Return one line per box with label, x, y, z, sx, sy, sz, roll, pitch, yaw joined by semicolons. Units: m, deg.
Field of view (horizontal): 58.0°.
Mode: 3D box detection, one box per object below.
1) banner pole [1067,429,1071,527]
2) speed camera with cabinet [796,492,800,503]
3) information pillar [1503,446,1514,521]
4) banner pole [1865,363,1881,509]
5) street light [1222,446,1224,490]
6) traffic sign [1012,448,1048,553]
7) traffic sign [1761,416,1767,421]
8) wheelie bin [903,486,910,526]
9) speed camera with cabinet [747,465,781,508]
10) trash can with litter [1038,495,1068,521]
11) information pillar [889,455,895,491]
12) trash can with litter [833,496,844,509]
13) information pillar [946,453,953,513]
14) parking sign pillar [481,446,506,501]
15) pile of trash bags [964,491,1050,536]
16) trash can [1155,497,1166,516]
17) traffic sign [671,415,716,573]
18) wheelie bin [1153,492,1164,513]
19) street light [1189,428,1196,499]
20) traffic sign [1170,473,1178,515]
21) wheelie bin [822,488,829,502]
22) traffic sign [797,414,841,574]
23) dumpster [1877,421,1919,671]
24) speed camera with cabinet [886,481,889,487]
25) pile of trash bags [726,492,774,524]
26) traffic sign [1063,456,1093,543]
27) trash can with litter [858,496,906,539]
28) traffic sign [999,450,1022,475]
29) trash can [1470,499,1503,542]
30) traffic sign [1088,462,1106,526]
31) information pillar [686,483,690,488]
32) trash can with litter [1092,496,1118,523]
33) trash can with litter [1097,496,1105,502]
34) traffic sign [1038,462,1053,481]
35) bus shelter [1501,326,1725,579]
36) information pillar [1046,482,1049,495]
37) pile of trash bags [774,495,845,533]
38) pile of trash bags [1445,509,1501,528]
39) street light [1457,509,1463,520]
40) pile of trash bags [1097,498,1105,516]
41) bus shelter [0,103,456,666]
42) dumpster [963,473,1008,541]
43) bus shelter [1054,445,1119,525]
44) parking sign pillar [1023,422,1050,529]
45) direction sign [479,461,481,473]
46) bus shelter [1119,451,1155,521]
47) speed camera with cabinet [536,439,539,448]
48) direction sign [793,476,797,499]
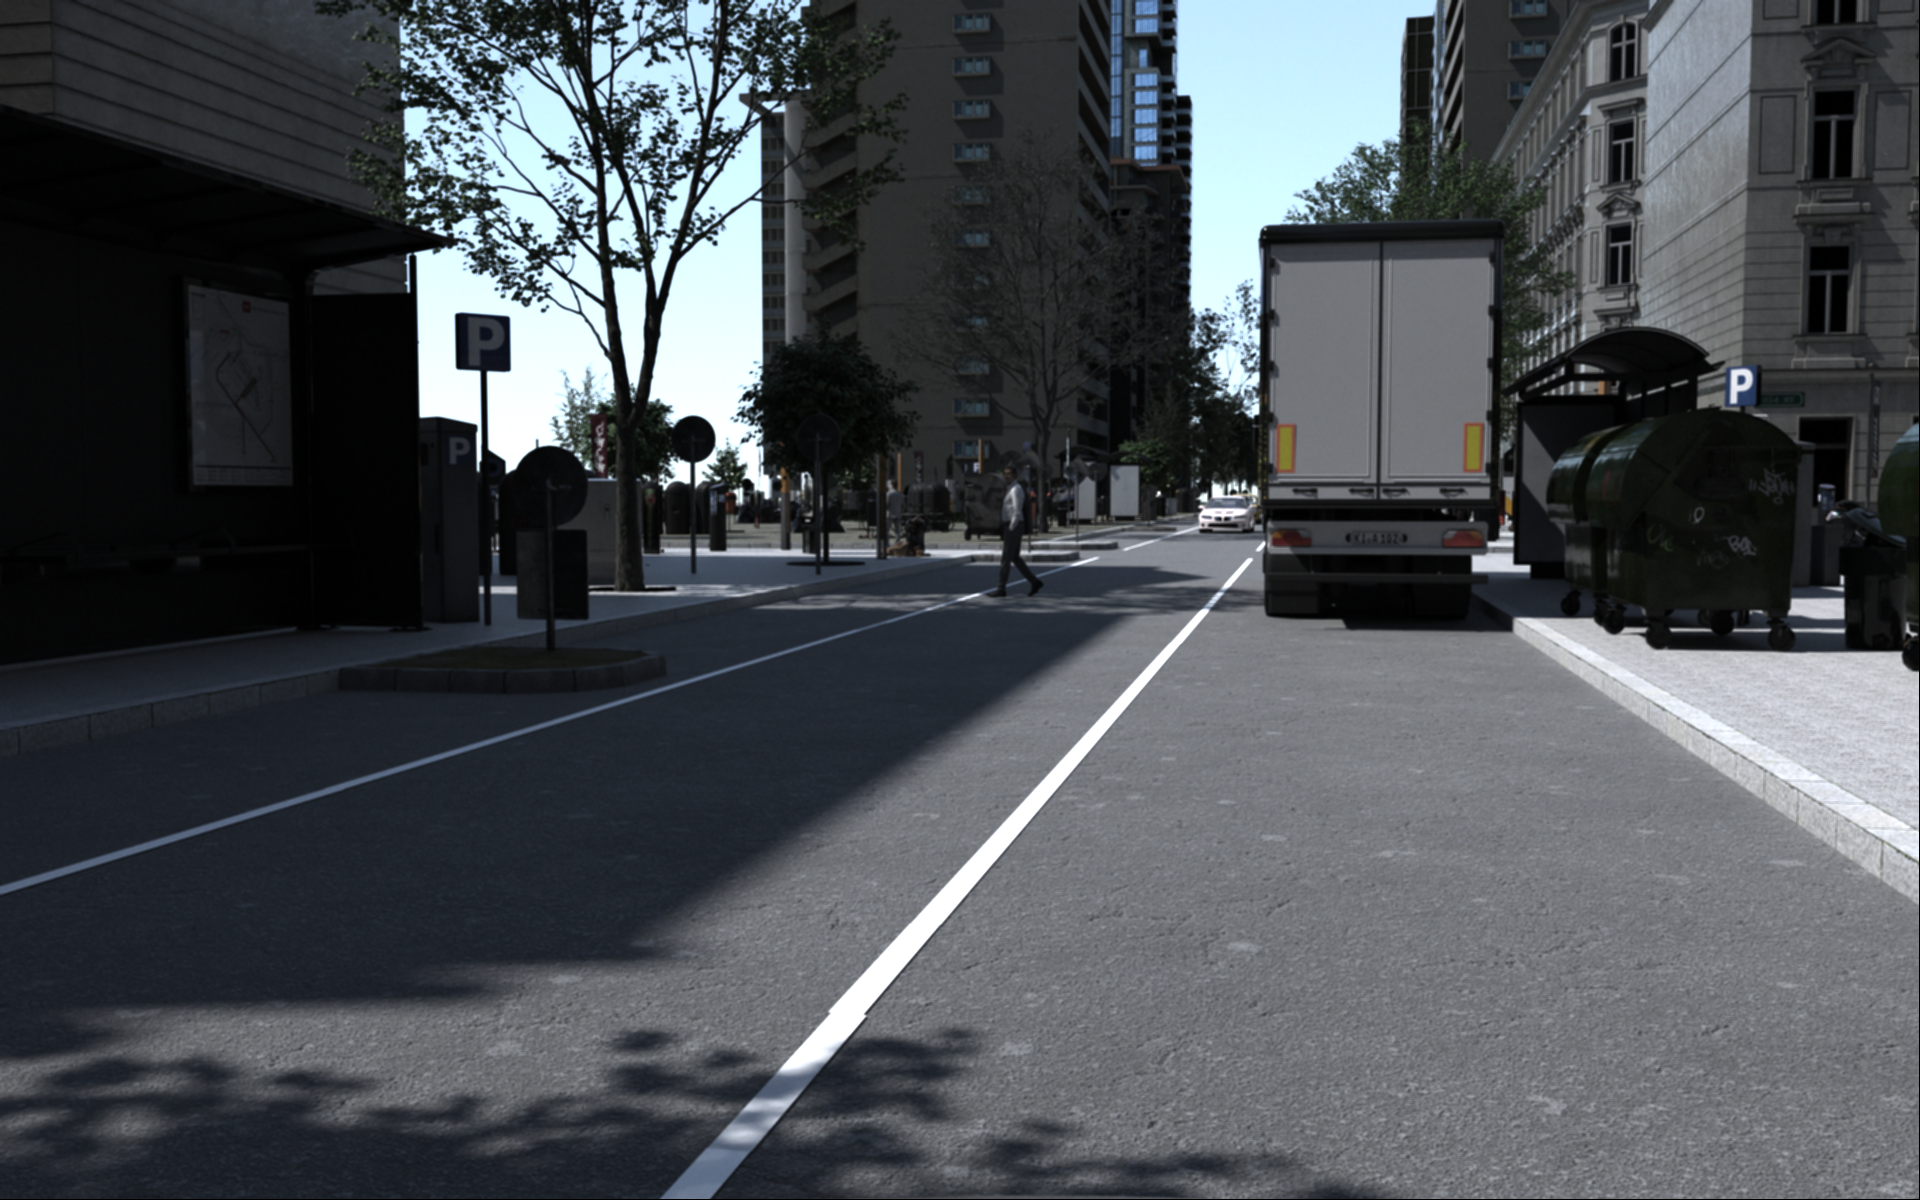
banner pole;4.179;-4.694;66.762;0.401;3.779;0.863;0;4;-5
speed camera with cabinet;-10.344;-7.537;117.559;0.660;3.252;2.038;2;4;26
information pillar;26.435;-5.630;83.411;0.504;3.616;0.183;1;4;17
banner pole;17.563;-2.650;33.339;0.401;3.779;0.863;3;5;43
street light;25.060;-11.750;164.907;0.468;5.910;1.993;1;4;11
traffic sign;1.518;-2.085;37.735;0.795;2.450;0.064;1;4;11
traffic sign;10.117;-1.244;22.462;0.606;2.300;0.079;1;4;14
wheelie bin;-1.867;-3.717;68.686;0.980;1.594;0.693;-2;4;-34
speed camera with cabinet;-11.143;-6.376;98.588;2.038;3.252;0.660;-1;4;-20
trash can with litter;4.189;-4.722;88.264;2.233;1.210;1.678;-2;4;-25
information pillar;-3.968;-6.719;101.211;0.183;3.616;0.504;2;4;35
trash can with litter;-6.670;-5.316;98.299;1.055;1.170;0.624;2;4;29
information pillar;-0.592;-6.525;98.034;0.183;3.616;0.504;3;5;42
parking sign pillar;-25.359;-6.467;94.215;1.447;3.967;1.447;-1;4;-14
pile of trash bags;1.524;-2.690;53.734;1.912;1.369;3.447;-2;4;-24
trash can;11.587;-5.403;99.986;0.748;1.137;0.748;0;3;0
traffic sign;-4.326;-1.709;28.049;0.768;2.556;0.104;1;4;12
wheelie bin;13.244;-6.582;115.517;0.980;1.594;0.693;2;4;30
street light;16.343;-9.098;121.538;0.468;5.910;1.993;1;4;11
traffic sign;12.535;-6.312;103.204;0.884;2.594;0.081;1;4;19
wheelie bin;-7.090;-4.974;89.227;0.693;1.594;0.980;-1;4;-15
traffic sign;-2.263;-1.681;27.595;0.768;2.556;0.104;1;4;20
dumpster;7.279;-0.560;11.645;1.502;2.255;1.985;1;4;11
speed camera with cabinet;-4.725;-7.723;120.600;0.660;3.252;2.038;1;4;18
pile of trash bags;-9.014;-4.030;75.638;1.912;1.369;3.447;3;4;37
traffic sign;3.091;-2.564;45.564;0.795;2.450;0.064;1;4;11
trash can with litter;-2.099;-2.405;50.372;2.233;1.210;1.678;-3;5;-41
traffic sign;1.499;-3.087;50.585;0.768;2.556;0.104;1;4;12
trash can;14.323;-2.161;46.992;0.748;1.137;0.748;0;3;0
traffic sign;5.482;-4.265;69.833;0.768;2.556;0.104;1;4;18
information pillar;-18.476;-6.953;118.179;0.304;2.012;0.304;1;4;13
trash can with litter;6.347;-4.140;78.739;1.678;1.210;2.233;2;4;26
trash can with litter;9.078;-6.221;113.104;0.624;1.170;1.055;-2;4;-25
traffic sign;3.261;-4.146;67.892;0.768;2.556;0.104;1;4;21
bus shelter;8.703;-1.820;23.674;2.014;3.302;5.546;1;4;11
information pillar;5.227;-6.167;105.319;0.304;2.012;0.304;-1;4;-10
pile of trash bags;-5.042;-2.989;58.621;1.912;1.369;3.447;-1;4;-13
pile of trash bags;19.888;-3.378;64.976;3.447;1.369;1.912;1;4;21
street light;10.303;-3.839;35.549;0.468;5.910;1.993;1;4;11
pile of trash bags;6.829;-5.701;102.970;3.447;1.369;1.912;-1;4;-11
bus shelter;-6.095;-1.343;13.236;1.731;3.624;6.357;1;4;11
dumpster;0.830;-2.595;48.189;1.264;1.857;1.865;1;4;11
bus shelter;5.390;-4.905;74.118;2.014;3.302;5.546;1;4;11
parking sign pillar;2.625;-4.619;63.995;1.447;3.967;1.447;0;4;8
direction sign;-33.070;-7.822;119.881;0.379;3.537;0.876;0;4;7
bus shelter;8.150;-5.481;83.530;2.014;3.302;5.546;1;4;11
speed camera with cabinet;-14.432;-4.150;62.189;2.038;3.252;0.660;0;4;-2
direction sign;-9.743;-6.749;102.337;0.379;3.537;0.876;-1;4;-16
